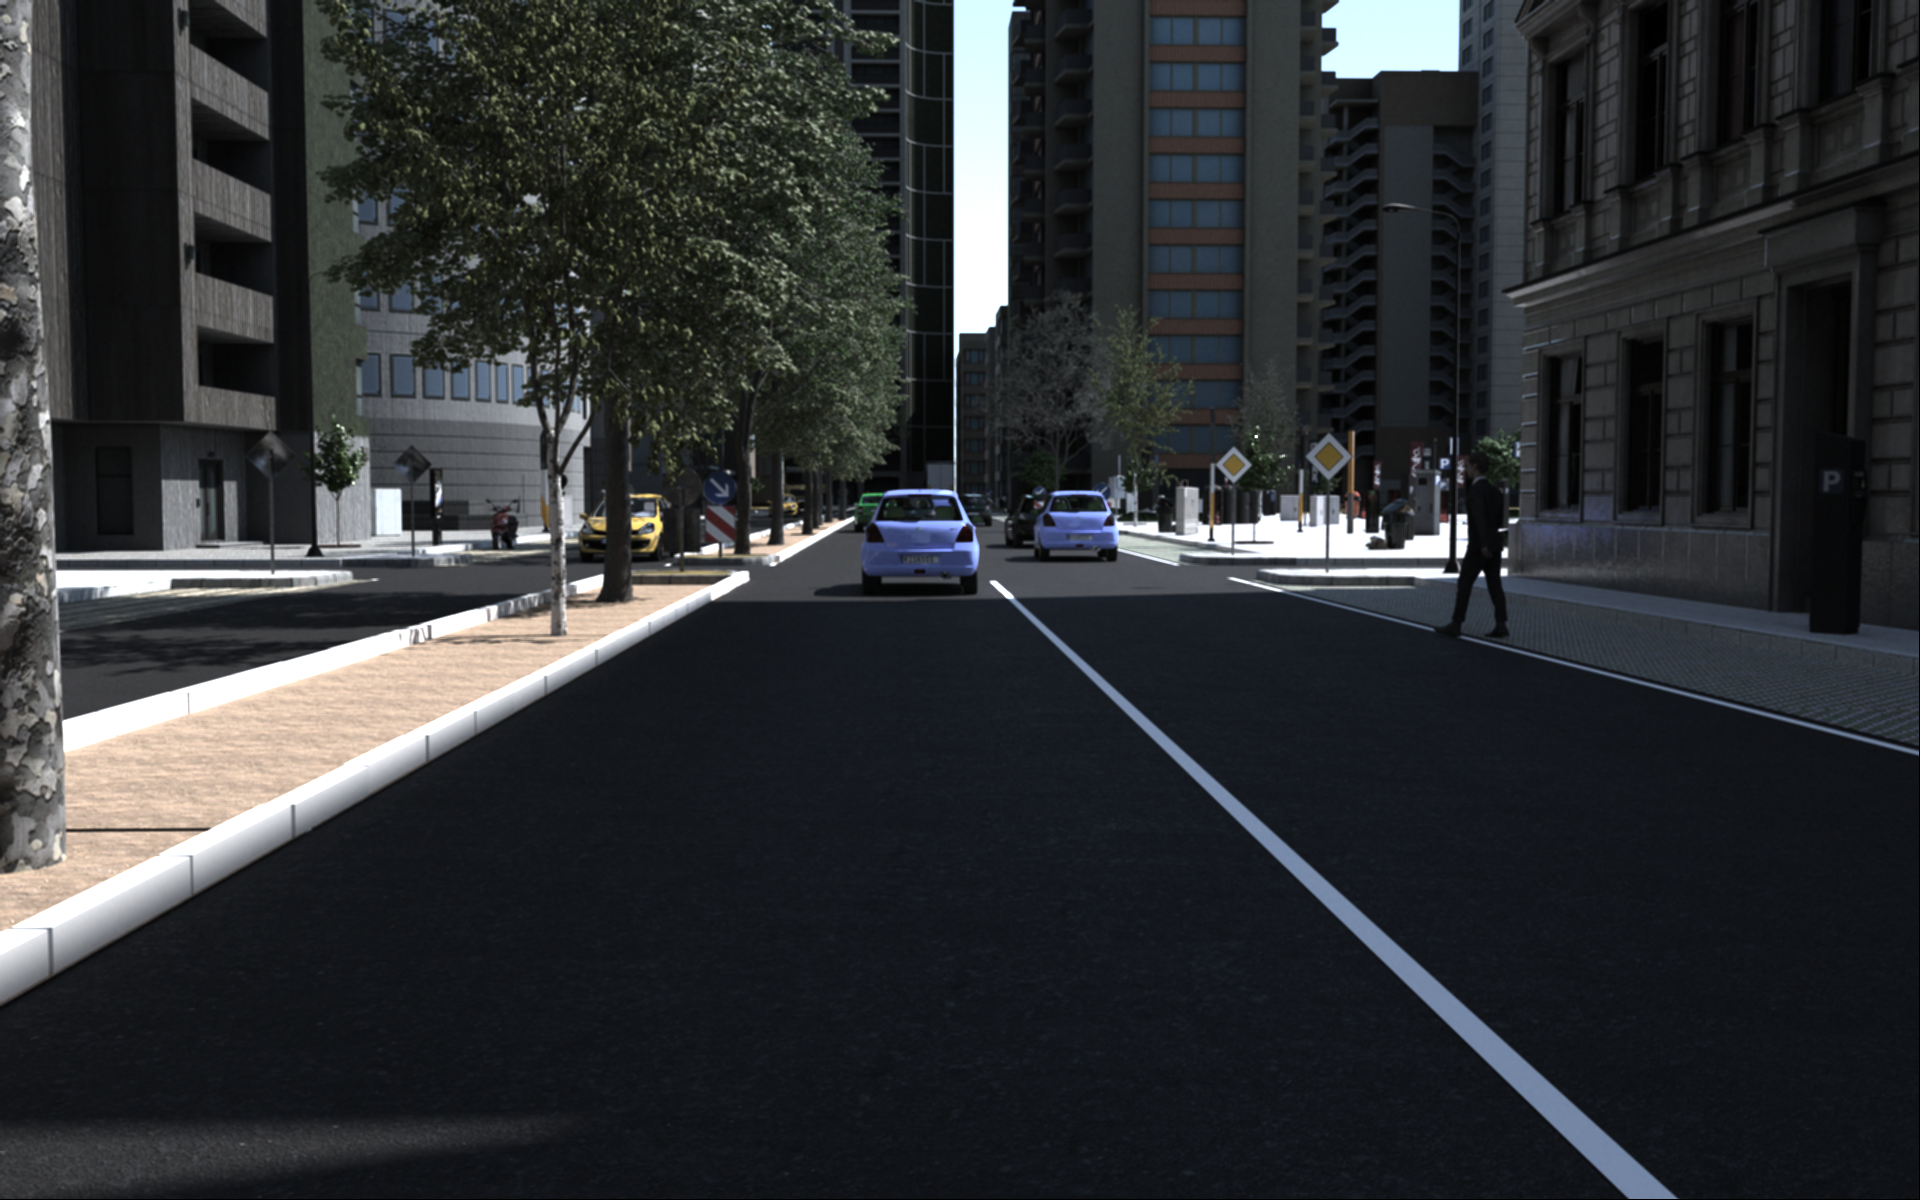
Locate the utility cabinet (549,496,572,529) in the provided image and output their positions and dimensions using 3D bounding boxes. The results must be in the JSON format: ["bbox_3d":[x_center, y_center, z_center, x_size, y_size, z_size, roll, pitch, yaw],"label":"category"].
[{"bbox_3d":[-14.653,-3.202,63.518,0.306,1.237,1.020,2,4,26],"label":"utility cabinet"}]

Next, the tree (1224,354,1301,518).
[{"bbox_3d":[16.025,-8.676,92.208,4.360,8.622,3.978,0,3,0],"label":"tree"}]

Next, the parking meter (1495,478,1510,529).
[{"bbox_3d":[20.013,-3.551,63.770,0.399,1.863,0.255,-3,4,-37],"label":"parking meter"}]

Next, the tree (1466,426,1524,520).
[{"bbox_3d":[26.566,-6.204,85.142,4.285,4.588,4.351,0,3,0],"label":"tree"}]

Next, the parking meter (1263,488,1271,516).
[{"bbox_3d":[18.083,-5.889,101.998,0.399,1.863,0.255,-1,4,-22],"label":"parking meter"}]

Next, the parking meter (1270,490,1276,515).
[{"bbox_3d":[18.926,-5.896,104.804,0.372,1.533,0.369,0,3,0],"label":"parking meter"}]

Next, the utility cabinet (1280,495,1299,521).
[{"bbox_3d":[15.781,-4.366,82.550,1.020,1.237,0.306,1,4,8],"label":"utility cabinet"}]

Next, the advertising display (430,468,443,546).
[{"bbox_3d":[-13.124,-2.338,43.435,0.123,1.923,0.974,0,4,-6],"label":"advertising display"}]

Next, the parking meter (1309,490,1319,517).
[{"bbox_3d":[19.424,-5.481,95.330,0.255,1.863,0.399,2,4,35],"label":"parking meter"}]

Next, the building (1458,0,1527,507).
[{"bbox_3d":[61.734,-45.250,178.091,20.611,71.187,20.563,0,4,-2],"label":"building"}]

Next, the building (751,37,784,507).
[{"bbox_3d":[-29.170,-33.714,174.919,21.600,48.544,21.300,0,4,-2],"label":"building"}]

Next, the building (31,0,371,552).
[{"bbox_3d":[-23.433,-16.471,40.995,14.160,30.474,14.107,0,4,-2],"label":"building"}]

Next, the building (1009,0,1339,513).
[{"bbox_3d":[15.287,-29.019,129.089,22.147,44.769,28.867,0,4,-2],"label":"building"}]

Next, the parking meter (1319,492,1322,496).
[{"bbox_3d":[22.385,-6.241,107.755,0.255,1.863,0.399,2,4,23],"label":"parking meter"}]

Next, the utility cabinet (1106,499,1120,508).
[{"bbox_3d":[9.613,-6.158,109.369,1.173,1.500,0.318,-3,5,-41],"label":"utility cabinet"}]

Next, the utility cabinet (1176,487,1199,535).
[{"bbox_3d":[7.102,-2.774,54.034,0.318,1.500,1.173,2,4,30],"label":"utility cabinet"}]

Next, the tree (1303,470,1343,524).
[{"bbox_3d":[15.551,-4.894,74.614,1.663,3.219,1.824,0,3,0],"label":"tree"}]

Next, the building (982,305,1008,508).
[{"bbox_3d":[16.989,-20.096,173.608,27.650,21.520,28.899,0,4,-2],"label":"building"}]

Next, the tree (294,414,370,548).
[{"bbox_3d":[-15.149,-2.881,41.712,1.663,3.219,1.824,0,3,0],"label":"tree"}]

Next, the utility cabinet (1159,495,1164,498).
[{"bbox_3d":[10.637,-5.095,94.471,1.020,1.237,0.306,2,4,35],"label":"utility cabinet"}]

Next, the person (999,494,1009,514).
[{"bbox_3d":[3.167,-6.886,124.271,0.799,1.438,0.628,0,4,7],"label":"person"}]

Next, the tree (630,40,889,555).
[{"bbox_3d":[-4.902,-6.806,39.491,9.928,11.665,9.643,0,3,0],"label":"tree"}]

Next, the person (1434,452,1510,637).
[{"bbox_3d":[5.129,-0.550,17.264,0.659,1.850,0.755,-3,5,-42],"label":"person"}]

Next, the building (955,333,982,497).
[{"bbox_3d":[14.307,-22.256,208.921,28.899,21.520,27.650,0,4,-2],"label":"building"}]

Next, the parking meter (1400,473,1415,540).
[{"bbox_3d":[12.433,-2.595,48.135,0.255,1.863,0.399,3,5,44],"label":"parking meter"}]

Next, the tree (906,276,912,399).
[{"bbox_3d":[-5.281,-7.844,48.837,7.486,12.596,7.792,0,3,0],"label":"tree"}]

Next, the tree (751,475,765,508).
[{"bbox_3d":[-18.484,-9.923,156.835,1.663,3.219,1.824,0,3,0],"label":"tree"}]

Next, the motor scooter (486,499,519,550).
[{"bbox_3d":[-11.716,-1.942,44.526,0.815,1.314,1.986,0,4,-1],"label":"motor scooter"}]

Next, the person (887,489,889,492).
[{"bbox_3d":[-5.928,-8.107,140.911,0.709,1.838,0.599,3,4,36],"label":"person"}]

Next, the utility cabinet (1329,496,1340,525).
[{"bbox_3d":[15.464,-3.772,72.830,1.020,1.237,0.306,-1,4,-20],"label":"utility cabinet"}]

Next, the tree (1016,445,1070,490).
[{"bbox_3d":[5.490,-7.916,113.146,4.285,4.588,4.351,0,3,0],"label":"tree"}]

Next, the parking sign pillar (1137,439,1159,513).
[{"bbox_3d":[9.325,-5.973,86.124,1.447,3.967,1.447,-2,4,-33],"label":"parking sign pillar"}]

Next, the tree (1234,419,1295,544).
[{"bbox_3d":[7.581,-3.067,44.743,1.663,3.219,1.824,0,3,0],"label":"tree"}]

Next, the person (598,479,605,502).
[{"bbox_3d":[-8.567,-2.051,42.135,0.767,1.812,0.694,0,4,-5],"label":"person"}]

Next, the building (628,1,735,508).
[{"bbox_3d":[-30.841,-32.643,122.947,28.713,52.752,27.495,0,4,-2],"label":"building"}]

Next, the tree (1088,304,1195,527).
[{"bbox_3d":[6.859,-7.127,66.884,4.737,8.622,4.395,0,3,0],"label":"tree"}]

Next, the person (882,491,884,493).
[{"bbox_3d":[-7.991,-10.376,178.860,1.217,1.743,0.721,-1,4,-19],"label":"person"}]

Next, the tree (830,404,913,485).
[{"bbox_3d":[-6.956,-10.140,102.666,8.767,10.594,7.601,0,4,-2],"label":"tree"}]

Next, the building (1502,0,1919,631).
[{"bbox_3d":[13.607,-9.362,17.705,10.561,19.102,19.286,0,4,-2],"label":"building"}]

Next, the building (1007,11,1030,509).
[{"bbox_3d":[11.052,-28.593,151.094,14.154,41.232,14.086,0,4,-2],"label":"building"}]

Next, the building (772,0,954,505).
[{"bbox_3d":[-10.946,-46.764,202.845,20.611,71.187,20.563,0,4,-2],"label":"building"}]

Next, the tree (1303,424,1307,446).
[{"bbox_3d":[19.632,-9.749,109.759,4.360,8.622,3.978,0,3,0],"label":"tree"}]

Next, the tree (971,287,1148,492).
[{"bbox_3d":[5.788,-11.700,101.660,12.009,13.543,11.850,0,3,0],"label":"tree"}]

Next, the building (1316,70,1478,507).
[{"bbox_3d":[44.255,-32.452,180.707,14.200,45.320,14.600,0,4,-2],"label":"building"}]

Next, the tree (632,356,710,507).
[{"bbox_3d":[-15.495,-8.758,93.556,4.360,8.622,3.978,0,3,0],"label":"tree"}]

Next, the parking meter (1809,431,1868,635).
[{"bbox_3d":[8.076,-0.624,15.920,0.255,1.863,0.399,-2,4,-35],"label":"parking meter"}]

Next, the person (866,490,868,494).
[{"bbox_3d":[-9.947,-10.866,186.182,1.348,1.821,0.705,1,4,15],"label":"person"}]

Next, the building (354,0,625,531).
[{"bbox_3d":[-26.639,-32.334,70.664,21.231,58.520,28.212,0,4,-2],"label":"building"}]

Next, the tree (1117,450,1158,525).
[{"bbox_3d":[7.226,-4.763,72.473,1.663,3.219,1.824,0,3,0],"label":"tree"}]

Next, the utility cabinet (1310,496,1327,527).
[{"bbox_3d":[13.987,-3.469,67.878,0.306,1.237,1.020,2,4,27],"label":"utility cabinet"}]

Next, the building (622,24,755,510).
[{"bbox_3d":[-24.731,-30.241,144.545,14.600,45.320,14.200,0,4,-2],"label":"building"}]
